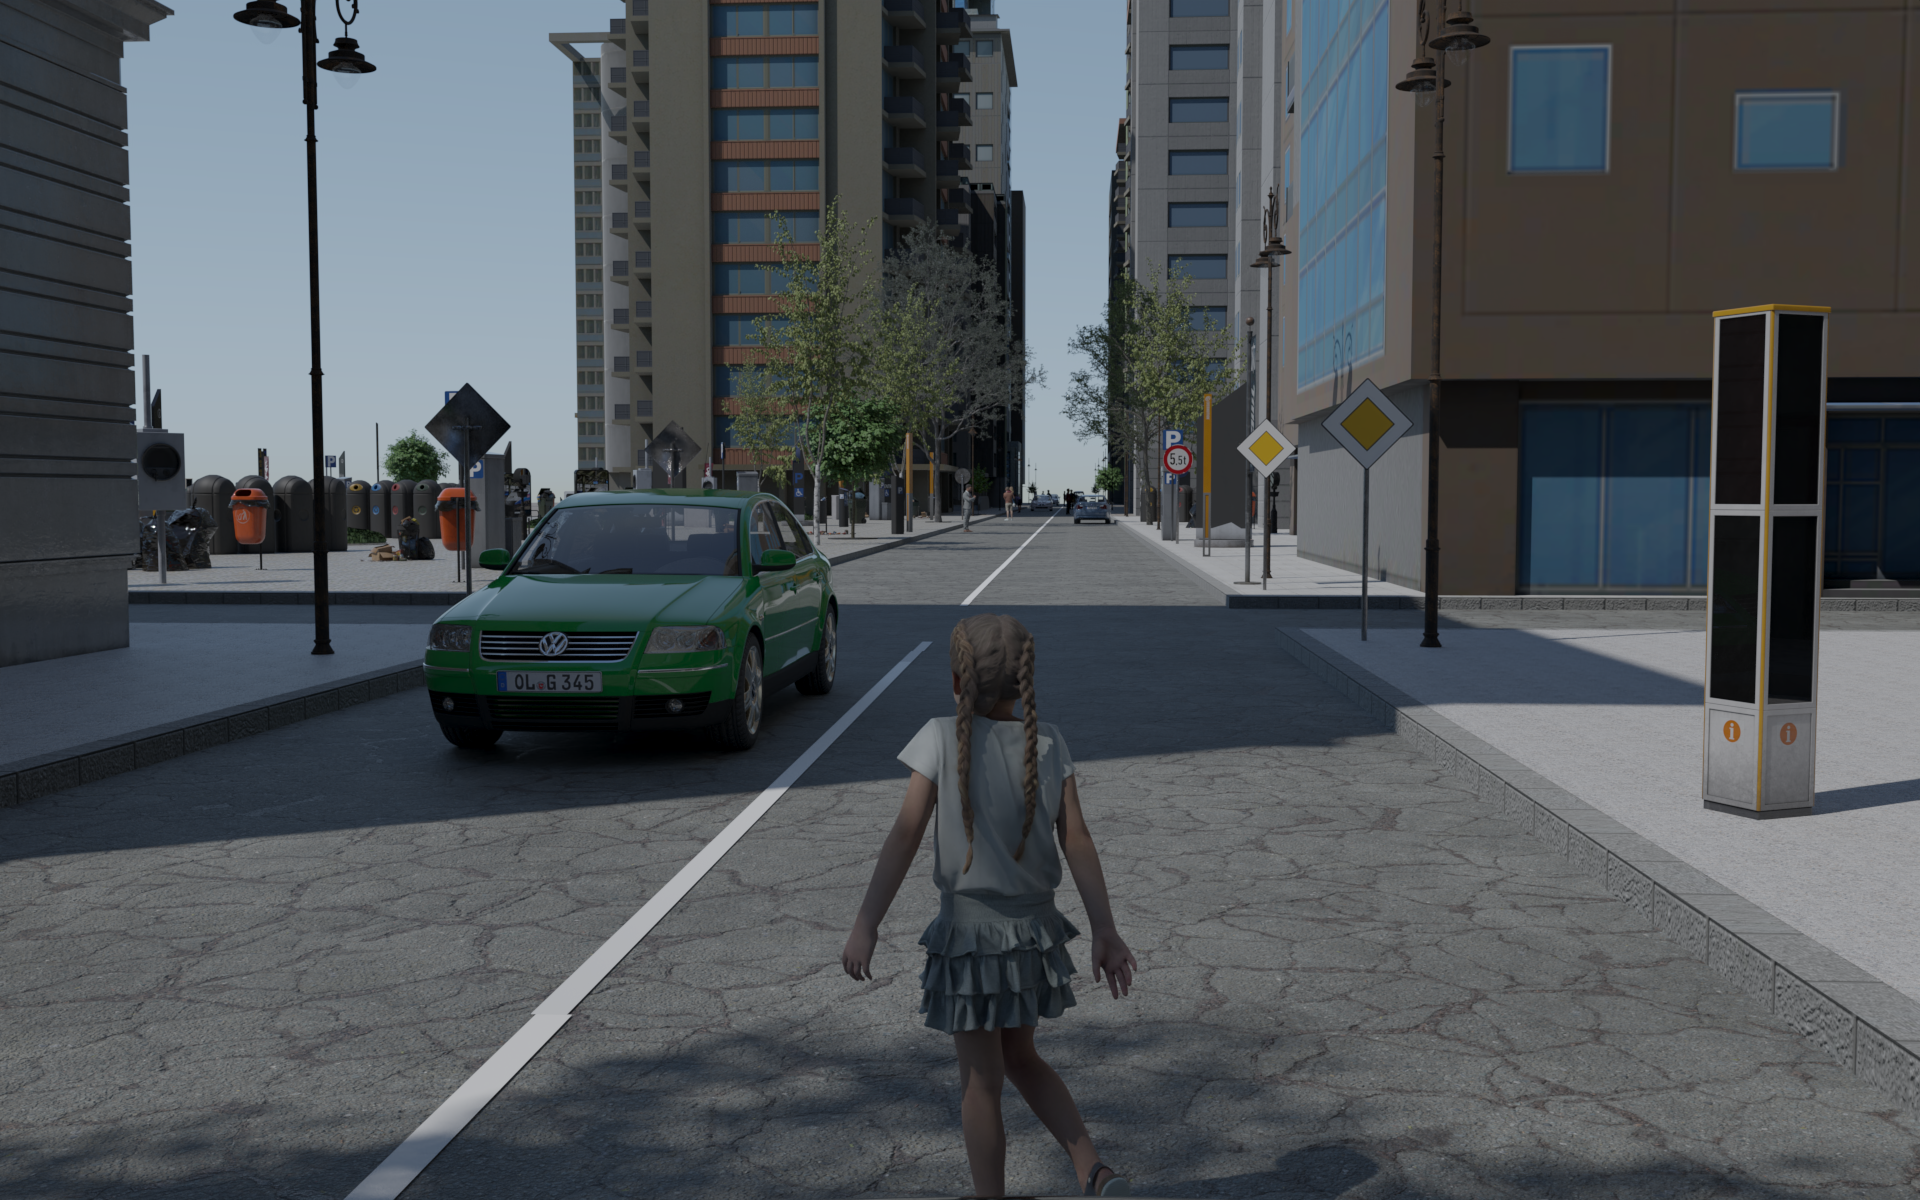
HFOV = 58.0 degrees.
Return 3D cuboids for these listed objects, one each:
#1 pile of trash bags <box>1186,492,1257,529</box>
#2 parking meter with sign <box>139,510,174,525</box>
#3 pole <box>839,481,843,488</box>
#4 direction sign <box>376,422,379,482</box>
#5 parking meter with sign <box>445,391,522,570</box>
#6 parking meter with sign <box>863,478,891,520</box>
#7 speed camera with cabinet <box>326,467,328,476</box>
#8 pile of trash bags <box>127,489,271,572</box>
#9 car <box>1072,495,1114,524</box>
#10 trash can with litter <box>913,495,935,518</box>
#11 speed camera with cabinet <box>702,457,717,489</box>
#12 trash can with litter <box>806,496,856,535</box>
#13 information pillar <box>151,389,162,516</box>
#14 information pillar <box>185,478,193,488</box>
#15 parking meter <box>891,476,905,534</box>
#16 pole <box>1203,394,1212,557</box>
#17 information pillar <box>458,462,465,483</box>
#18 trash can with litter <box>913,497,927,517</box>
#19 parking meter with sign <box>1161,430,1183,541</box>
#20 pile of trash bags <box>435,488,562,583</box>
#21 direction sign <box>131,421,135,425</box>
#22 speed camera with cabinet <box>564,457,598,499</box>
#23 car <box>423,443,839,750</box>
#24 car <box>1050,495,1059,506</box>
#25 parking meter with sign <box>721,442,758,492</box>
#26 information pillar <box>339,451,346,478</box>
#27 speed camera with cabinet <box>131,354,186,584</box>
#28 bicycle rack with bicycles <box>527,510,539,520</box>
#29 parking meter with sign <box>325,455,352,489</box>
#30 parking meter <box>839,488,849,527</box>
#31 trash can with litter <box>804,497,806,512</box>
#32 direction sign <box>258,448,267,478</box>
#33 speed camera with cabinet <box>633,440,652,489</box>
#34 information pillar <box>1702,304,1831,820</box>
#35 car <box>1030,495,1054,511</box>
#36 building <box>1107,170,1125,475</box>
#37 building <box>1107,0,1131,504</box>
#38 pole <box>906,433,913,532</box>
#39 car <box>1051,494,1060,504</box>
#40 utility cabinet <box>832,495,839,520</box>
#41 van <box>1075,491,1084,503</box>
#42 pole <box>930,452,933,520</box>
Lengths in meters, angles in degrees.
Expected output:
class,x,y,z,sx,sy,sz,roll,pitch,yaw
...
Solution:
class,x,y,z,sx,sy,sz,roll,pitch,yaw
pile of trash bags,9.913,-3.339,64.338,1.912,1.369,3.447,-2,4,-26
parking meter with sign,-18.671,-2.632,39.293,1.738,3.016,0.543,-3,5,-40
pole,-4.859,-4.712,70.885,0.158,3.312,0.155,0,3,0
direction sign,-18.545,-3.865,55.194,0.379,3.537,0.876,-1,4,-16
parking meter with sign,-8.227,-2.070,30.098,0.543,3.016,1.738,1,4,14
parking meter with sign,-4.079,-5.415,84.790,1.738,3.016,0.543,3,5,39
speed camera with cabinet,-34.245,-5.954,91.686,2.038,3.252,0.660,1,4,11
pile of trash bags,-13.244,-1.201,29.386,3.447,1.369,1.912,1,4,14
car,6.454,-4.419,84.261,2.014,1.417,4.499,0,4,6
trash can with litter,-1.851,-4.922,91.526,2.233,1.210,1.678,-2,4,-25
speed camera with cabinet,-14.031,-6.001,92.446,2.038,3.252,0.660,1,4,11
trash can with litter,-4.054,-2.676,54.803,2.233,1.210,1.678,-3,5,-43
information pillar,-17.773,-2.876,38.378,0.183,3.616,0.504,0,4,-6
information pillar,-36.116,-4.690,81.173,0.304,2.012,0.304,-2,4,-28
parking meter,-1.976,-3.027,55.202,0.399,1.863,0.255,-3,5,-42
pole,5.056,-2.542,35.403,0.158,3.312,0.155,0,3,0
information pillar,-28.755,-6.651,100.104,0.504,3.616,0.183,-1,4,-20
trash can with litter,-2.267,-5.160,95.754,1.055,1.170,0.624,0,4,0
parking meter with sign,5.813,-3.155,47.850,0.543,3.016,1.738,0,4,3
pile of trash bags,-6.001,-0.979,25.755,3.447,1.369,1.912,-1,4,-17
direction sign,-24.034,-3.552,50.068,0.379,3.537,0.876,0,3,0
speed camera with cabinet,-20.305,-6.060,93.418,2.038,3.252,0.660,0,4,8
car,-1.911,-0.144,11.145,1.959,1.807,4.718,0,4,5
car,11.393,-12.425,215.513,2.083,1.381,4.827,0,4,5
parking meter with sign,-7.206,-3.828,58.853,1.738,3.016,0.543,-1,4,-13
information pillar,-33.461,-6.269,93.861,0.504,3.616,0.183,3,4,36
speed camera with cabinet,-11.888,-1.816,24.028,0.660,3.252,2.038,3,5,44
bicycle rack with bicycles,-19.053,-3.602,72.270,2.852,0.926,2.925,1,4,22
parking meter with sign,-27.616,-4.973,77.574,1.738,3.016,0.543,2,4,32
parking meter,-4.517,-3.602,67.309,0.372,1.533,0.369,0,3,0
trash can with litter,-8.759,-5.025,93.548,0.624,1.170,1.055,-3,4,-37
direction sign,-34.416,-5.720,85.523,0.379,3.537,0.876,0,4,5
speed camera with cabinet,-11.775,-4.225,63.420,0.660,3.252,2.038,-1,4,-21
information pillar,3.217,-0.149,6.929,0.304,2.012,0.304,-1,4,-21
car,6.915,-8.207,146.546,2.083,1.381,4.827,0,4,3
building,31.827,-38.005,245.090,21.300,48.544,21.600,0,4,4
building,29.573,-47.983,222.765,20.563,71.187,20.611,0,4,4
pole,-1.697,-3.933,58.143,0.158,3.312,0.155,0,3,0
car,13.776,-14.906,255.505,2.131,1.459,4.920,0,4,2
utility cabinet,-6.052,-4.640,87.025,0.306,1.237,1.020,2,4,28
van,16.162,-13.962,235.283,2.013,2.044,4.112,0,4,3
pole,-1.389,-5.571,84.932,0.158,3.312,0.155,0,3,0
